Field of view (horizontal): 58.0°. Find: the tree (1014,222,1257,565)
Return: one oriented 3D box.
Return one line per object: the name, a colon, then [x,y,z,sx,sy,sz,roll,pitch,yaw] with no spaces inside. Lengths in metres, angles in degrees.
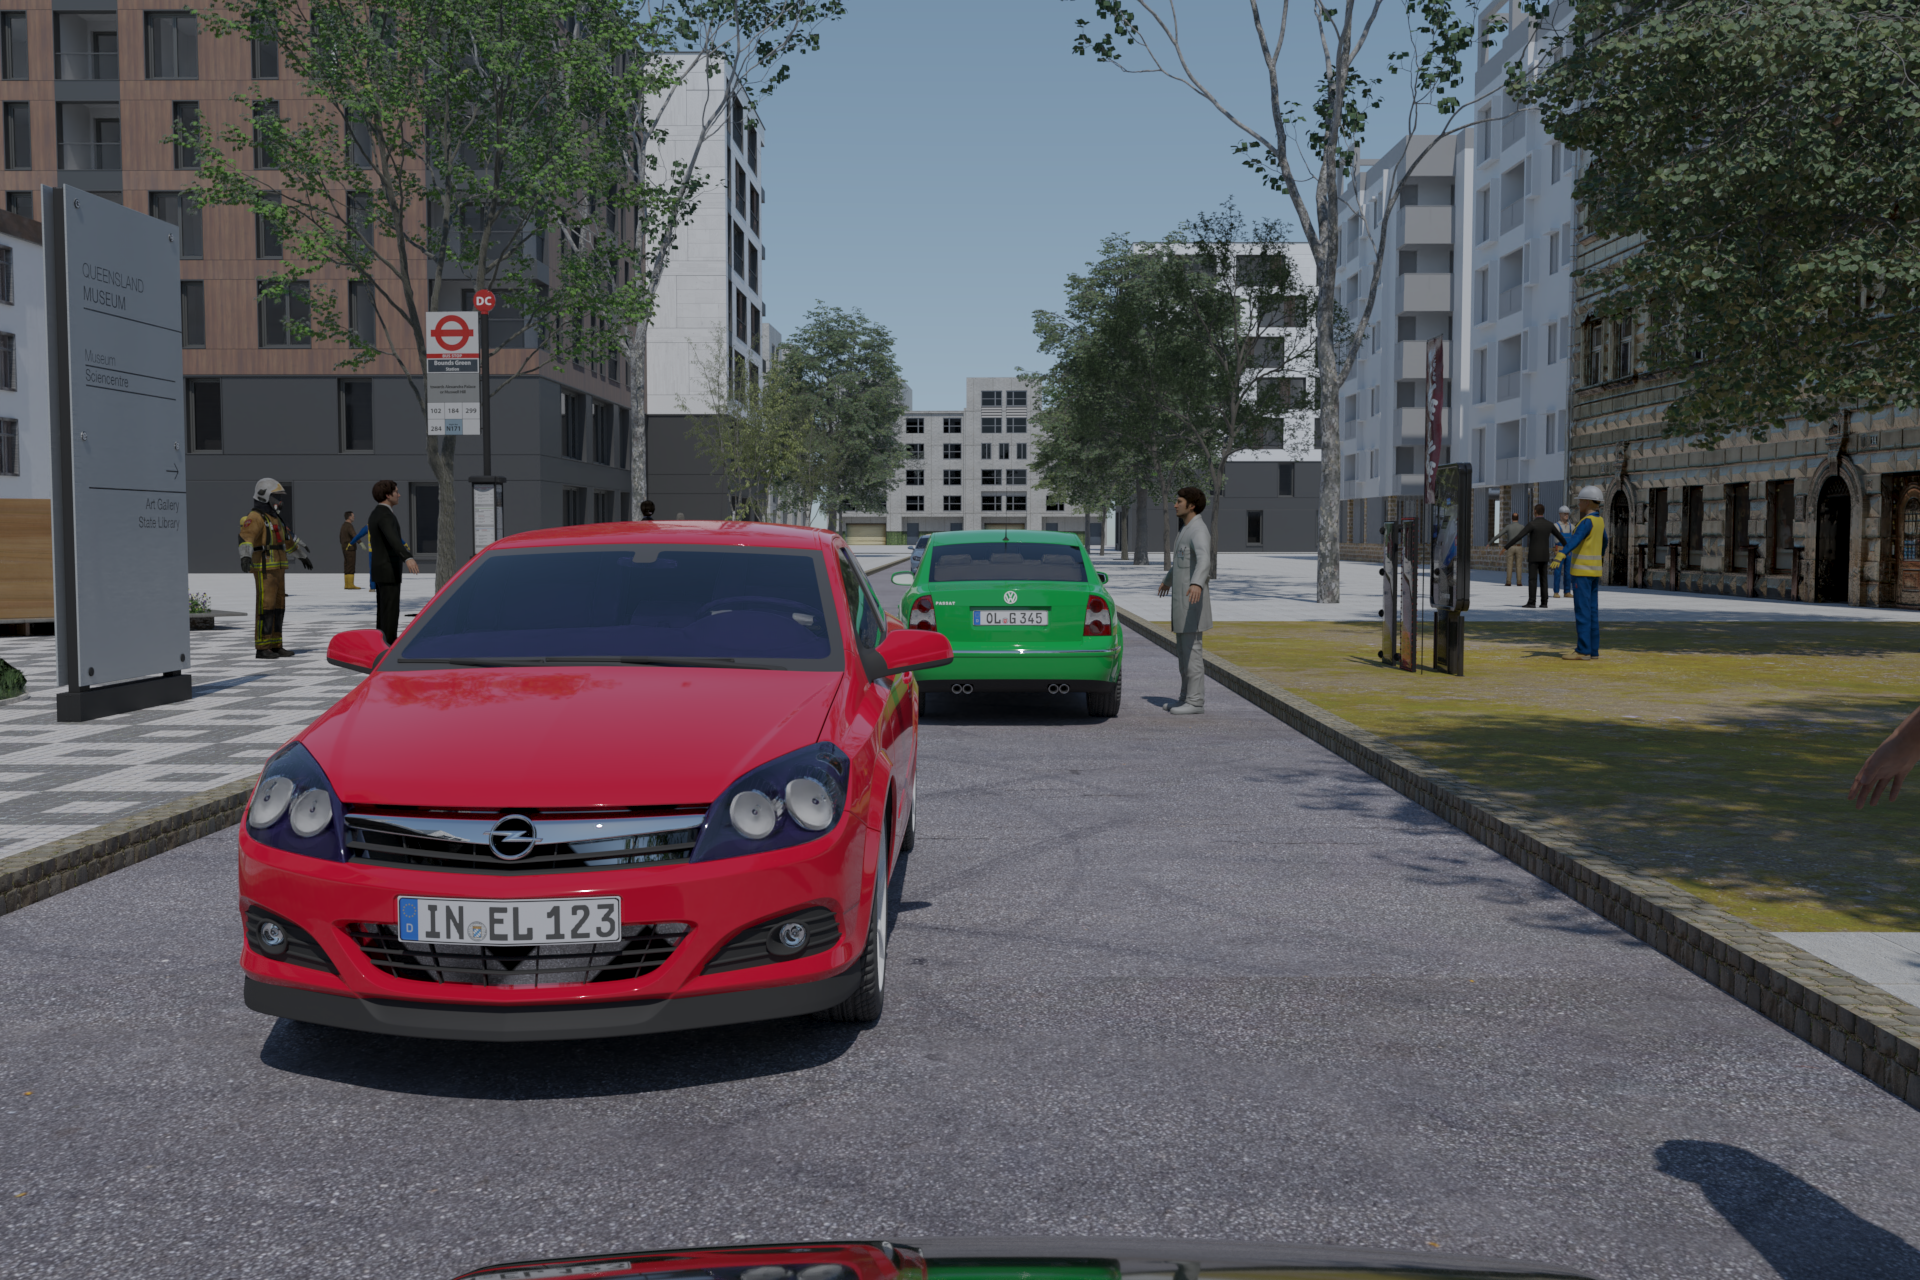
tree: [7.345,-10.041,70.829,9.857,13.997,8.962,0,3,0]

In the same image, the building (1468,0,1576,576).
building: [23.488,-12.497,60.744,16.016,20.090,11.380,0,4,1]

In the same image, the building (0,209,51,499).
building: [-25.506,-5.597,33.651,9.099,9.664,28.070,0,3,0]

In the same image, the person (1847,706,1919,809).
person: [1.817,0.359,2.710,0.704,1.817,1.347,0,4,2]

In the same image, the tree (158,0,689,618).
tree: [-7.952,-6.158,26.439,9.928,11.665,9.643,0,3,0]

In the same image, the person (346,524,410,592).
person: [-12.871,-1.977,38.299,1.349,1.833,0.705,-1,4,-16]

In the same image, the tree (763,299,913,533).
tree: [-7.010,-11.562,95.690,9.857,13.997,8.962,0,3,0]

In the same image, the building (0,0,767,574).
building: [-23.890,-13.927,71.687,27.936,21.610,32.646,0,4,1]

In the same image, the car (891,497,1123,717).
car: [0.361,-0.376,14.942,1.959,1.807,4.718,0,4,0]

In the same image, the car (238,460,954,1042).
car: [-1.095,0.159,6.435,2.155,1.783,4.494,0,4,0]

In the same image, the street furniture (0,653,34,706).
street furniture: [-10.443,0.268,11.247,5.734,0.657,10.072,1,4,14]

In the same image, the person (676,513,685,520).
person: [-7.016,-2.283,43.462,1.348,1.813,0.705,-1,4,-20]

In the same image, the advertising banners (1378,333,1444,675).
advertising banners: [4.213,-1.225,16.220,0.090,3.025,2.074,0,4,1]

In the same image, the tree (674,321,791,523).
tree: [-7.767,-6.700,59.901,4.360,8.622,3.978,0,3,0]

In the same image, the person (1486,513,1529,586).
person: [13.606,-2.216,42.502,1.348,1.796,0.705,1,4,14]

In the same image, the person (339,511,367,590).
person: [-14.061,-2.070,39.983,0.704,1.812,1.346,-3,5,-40]

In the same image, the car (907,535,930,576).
car: [-0.735,-2.809,57.930,2.014,1.417,4.499,0,4,0]

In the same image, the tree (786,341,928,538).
tree: [-7.673,-12.219,110.149,12.009,13.543,11.850,0,3,0]

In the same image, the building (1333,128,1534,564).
building: [23.618,-13.976,84.922,16.016,20.090,11.380,0,4,0]

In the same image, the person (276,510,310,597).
person: [-13.938,-1.803,35.255,1.354,1.856,0.705,0,4,1]

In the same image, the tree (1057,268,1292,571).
tree: [7.292,-7.678,59.952,8.767,10.594,7.601,1,4,14]

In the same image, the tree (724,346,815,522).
tree: [-7.811,-7.237,68.692,4.737,8.622,4.395,0,3,0]

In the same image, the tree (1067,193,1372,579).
tree: [7.071,-6.980,48.530,8.767,10.594,7.601,1,4,10]

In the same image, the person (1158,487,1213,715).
person: [1.817,-0.322,13.902,0.705,1.806,1.347,0,4,-4]

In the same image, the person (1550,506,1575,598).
person: [12.135,-1.770,34.804,1.347,1.847,0.705,-1,4,-10]

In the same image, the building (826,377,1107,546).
building: [1.120,-20.389,202.268,31.486,18.905,16.747,0,4,3]

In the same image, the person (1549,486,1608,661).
person: [6.334,-0.688,17.718,0.721,1.772,1.216,3,5,41]

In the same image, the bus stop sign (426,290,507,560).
bus stop sign: [-5.409,-1.854,19.021,0.855,3.939,0.416,0,4,2]

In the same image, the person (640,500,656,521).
person: [-4.260,-1.029,23.547,1.216,1.740,0.721,-1,4,-19]

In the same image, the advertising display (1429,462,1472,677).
advertising display: [4.519,-0.659,15.982,0.123,1.923,0.974,0,4,1]

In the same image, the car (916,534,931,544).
car: [-1.199,-4.796,88.635,2.015,1.641,3.980,0,4,1]

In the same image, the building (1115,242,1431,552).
building: [26.100,-17.964,137.679,27.936,21.610,32.646,0,4,0]

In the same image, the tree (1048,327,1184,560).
tree: [8.030,-9.722,84.712,9.928,11.665,9.643,0,3,0]

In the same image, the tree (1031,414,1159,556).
tree: [8.321,-10.201,101.202,8.767,10.594,7.601,0,4,0]

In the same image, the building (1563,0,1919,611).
building: [25.104,-12.539,35.935,19.493,23.208,18.063,0,4,1]

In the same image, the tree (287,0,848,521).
tree: [-9.444,-11.460,43.263,12.611,20.169,13.585,0,3,0]

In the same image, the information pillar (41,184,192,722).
information pillar: [-6.060,-1.297,12.520,0.184,3.620,1.656,0,4,1]

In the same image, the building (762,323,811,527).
building: [-23.988,-18.027,161.205,16.747,18.905,31.486,0,4,1]

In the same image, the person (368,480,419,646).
person: [-5.542,-0.652,16.853,0.705,1.806,1.347,-2,4,-31]

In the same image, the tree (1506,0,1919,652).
tree: [10.576,-6.818,18.126,9.857,13.997,8.962,0,3,0]

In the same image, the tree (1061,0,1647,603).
tree: [5.856,-10.678,30.468,12.611,20.169,13.585,0,3,0]

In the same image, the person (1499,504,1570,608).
person: [10.012,-1.456,30.028,1.346,1.802,0.704,-1,4,-13]

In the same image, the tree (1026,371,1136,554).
tree: [8.014,-11.726,109.853,7.486,12.596,7.792,0,3,0]

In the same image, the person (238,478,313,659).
person: [-7.111,-0.742,17.897,0.705,1.858,1.354,0,4,6]

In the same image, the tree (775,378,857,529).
tree: [-7.245,-8.067,82.255,4.360,8.622,3.978,0,3,0]

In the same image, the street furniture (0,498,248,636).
street furniture: [-13.807,-1.070,24.346,9.812,1.723,11.010,-3,5,-42]
